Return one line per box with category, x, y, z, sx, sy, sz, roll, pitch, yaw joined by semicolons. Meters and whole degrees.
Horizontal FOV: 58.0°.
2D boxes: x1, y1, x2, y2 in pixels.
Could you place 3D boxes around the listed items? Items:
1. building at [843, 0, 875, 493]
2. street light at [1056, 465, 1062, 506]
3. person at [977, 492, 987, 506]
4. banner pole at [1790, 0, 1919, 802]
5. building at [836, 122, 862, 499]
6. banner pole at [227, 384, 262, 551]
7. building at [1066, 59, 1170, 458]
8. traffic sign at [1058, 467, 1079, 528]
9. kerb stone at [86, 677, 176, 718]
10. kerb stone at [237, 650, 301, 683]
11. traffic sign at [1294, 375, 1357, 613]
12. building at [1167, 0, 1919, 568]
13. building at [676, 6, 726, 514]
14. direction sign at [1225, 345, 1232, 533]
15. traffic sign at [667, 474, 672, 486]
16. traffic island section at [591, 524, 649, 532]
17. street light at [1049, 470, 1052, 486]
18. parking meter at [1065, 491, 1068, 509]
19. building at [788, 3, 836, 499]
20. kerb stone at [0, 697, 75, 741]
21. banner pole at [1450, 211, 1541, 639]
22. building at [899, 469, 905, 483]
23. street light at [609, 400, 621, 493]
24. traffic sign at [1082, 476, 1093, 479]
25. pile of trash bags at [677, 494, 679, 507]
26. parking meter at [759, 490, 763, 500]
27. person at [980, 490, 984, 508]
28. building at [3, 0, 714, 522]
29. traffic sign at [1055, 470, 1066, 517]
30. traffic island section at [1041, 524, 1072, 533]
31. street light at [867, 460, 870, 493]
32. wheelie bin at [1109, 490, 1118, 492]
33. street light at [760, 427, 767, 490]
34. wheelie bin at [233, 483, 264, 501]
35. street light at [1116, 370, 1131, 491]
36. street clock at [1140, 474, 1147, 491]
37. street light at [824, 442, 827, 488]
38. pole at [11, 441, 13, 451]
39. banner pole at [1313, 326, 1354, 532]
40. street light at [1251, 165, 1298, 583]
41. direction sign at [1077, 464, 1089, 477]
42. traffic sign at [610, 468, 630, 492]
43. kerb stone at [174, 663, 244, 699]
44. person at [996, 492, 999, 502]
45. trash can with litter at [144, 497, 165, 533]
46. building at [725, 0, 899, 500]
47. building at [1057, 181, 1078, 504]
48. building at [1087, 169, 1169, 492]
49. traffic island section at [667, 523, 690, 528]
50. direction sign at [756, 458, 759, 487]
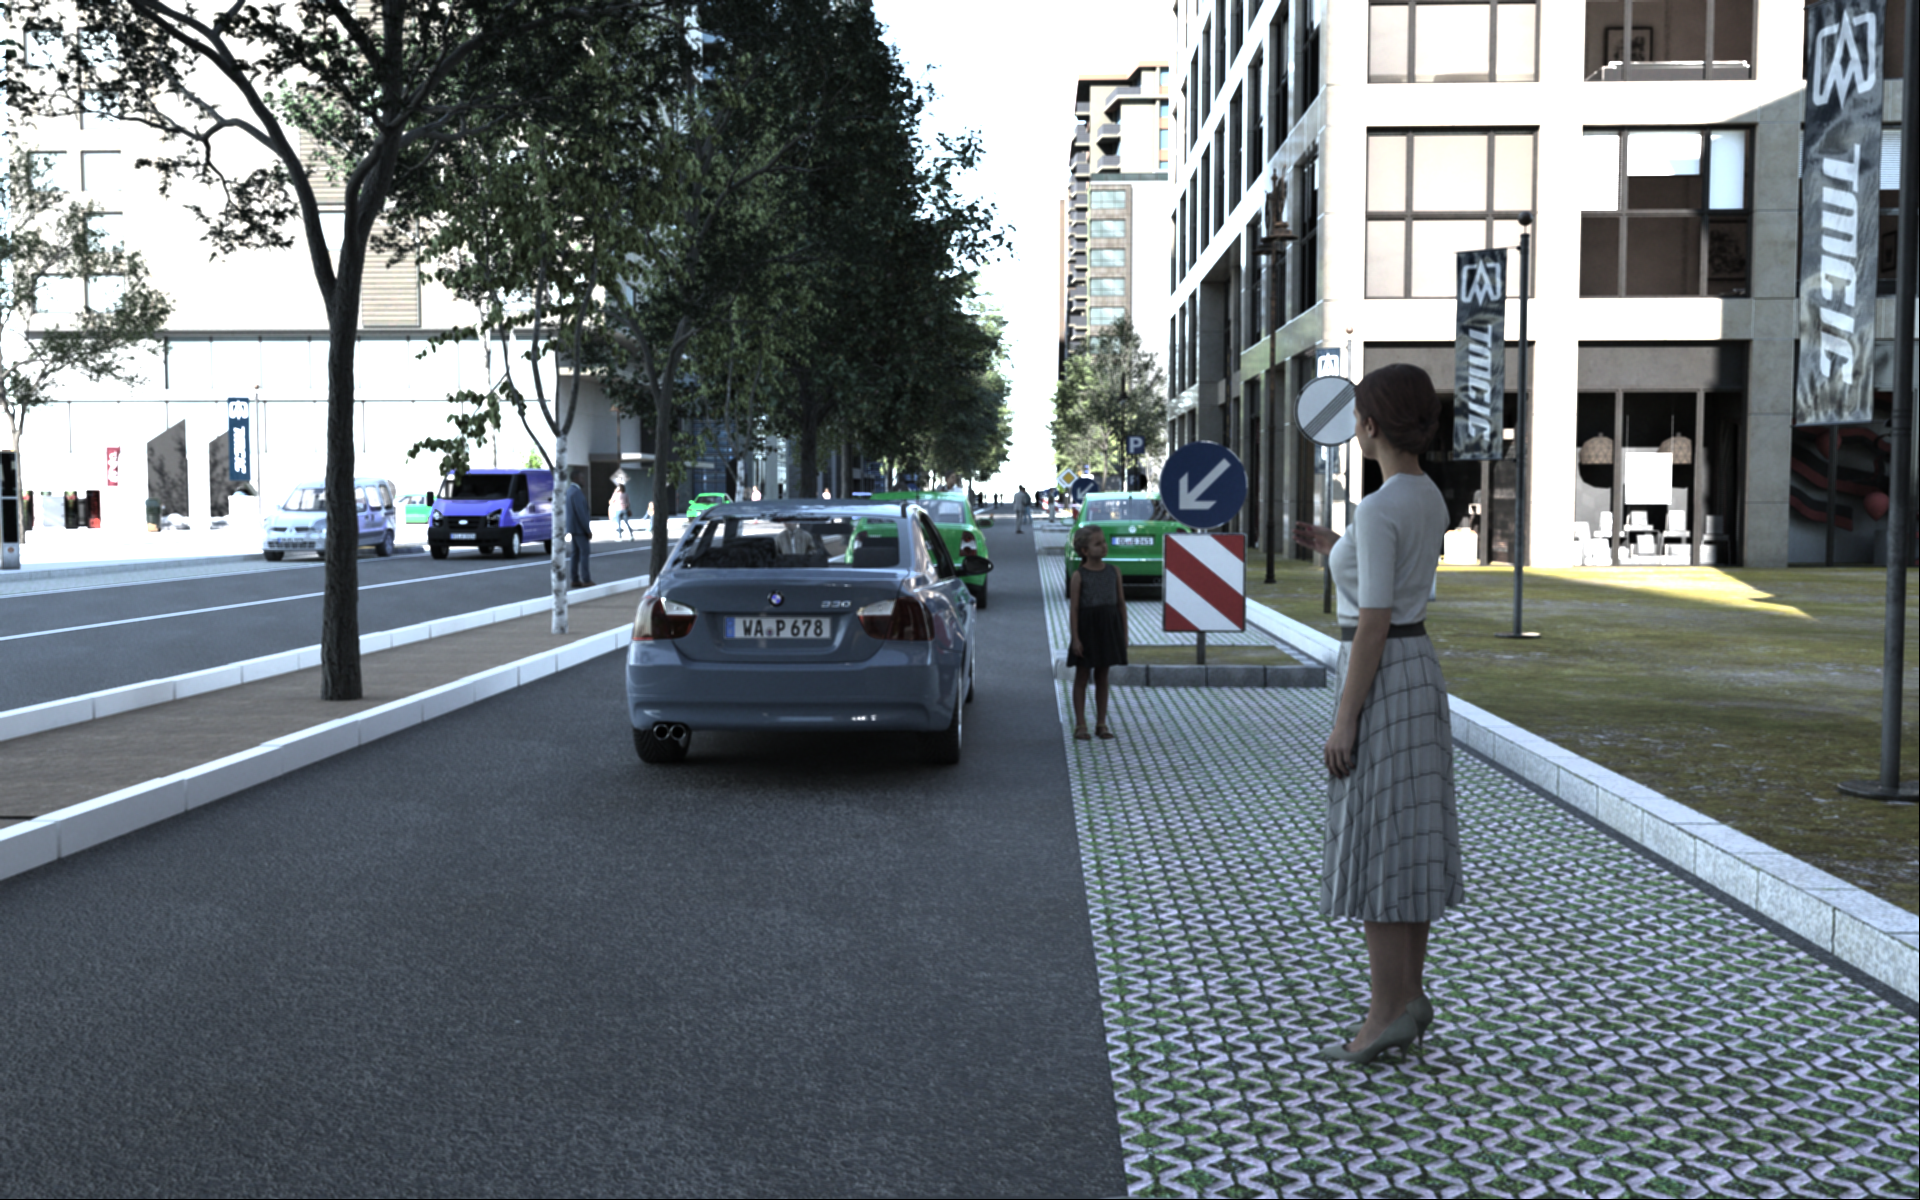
building;-20.989;-47.177;209.596;20.563;71.187;20.611;0;4;2
street light;12.558;-15.351;223.770;0.468;5.910;1.993;0;4;2
person;2.312;-10.916;187.695;1.217;1.735;0.721;1;4;20
banner pole;3.915;-1.070;7.511;0.401;3.779;0.863;-1;4;-14
building;-22.407;-34.562;188.782;21.300;48.544;21.600;0;4;2
banner pole;-16.191;-3.018;39.364;0.863;3.779;0.401;-1;4;-12
building;22.731;-32.077;179.076;22.147;44.769;28.867;0;4;2
traffic sign;4.098;-3.780;65.441;0.795;2.450;0.064;0;4;2
kerb stone;-5.522;0.657;11.477;0.120;0.150;1.000;0;4;2
kerb stone;-5.436;0.532;13.529;0.120;0.150;1.000;0;4;2
traffic sign;3.959;-1.130;18.582;0.768;2.556;0.104;0;4;3
building;16.603;-14.788;46.298;19.350;26.468;34.151;0;4;2
building;-23.877;-49.681;124.958;22.319;86.520;31.000;0;4;2
direction sign;4.144;-2.129;26.803;0.379;3.537;0.876;1;4;13
traffic sign;-12.666;-4.310;74.114;0.795;2.450;0.064;0;4;2
traffic island section;-13.006;-2.686;66.198;2.009;0.180;2.903;0;4;2
street light;15.862;-20.479;307.611;0.468;5.910;1.993;0;4;2
parking meter;9.123;-8.521;147.730;0.372;1.533;0.369;0;3;0
building;-23.777;-37.989;163.120;21.231;58.520;28.212;0;4;2
kerb stone;-5.565;0.720;10.453;0.120;0.150;1.000;0;4;2
banner pole;4.820;-1.563;15.573;0.863;3.779;0.401;3;4;38
building;-21.168;-26.626;280.366;27.650;21.520;28.899;0;4;2
street light;-14.644;-6.213;74.363;0.468;5.910;1.993;0;4;2
traffic sign;6.964;-5.661;94.683;0.606;2.300;0.079;0;4;8
pile of trash bags;-18.647;-5.842;105.271;3.447;1.369;1.912;1;4;18
parking meter;-12.867;-6.291;111.275;0.372;1.533;0.369;0;3;0
person;2.284;-10.538;180.799;0.705;1.823;1.348;-1;4;-8
building;-28.563;-30.564;88.967;28.713;52.752;27.495;0;4;2
traffic sign;4.414;-4.268;73.419;0.795;2.450;0.064;0;4;2
traffic island section;4.122;-2.644;65.517;2.009;0.180;2.903;0;4;2
street light;-10.159;-13.435;192.448;0.468;5.910;1.993;0;4;2
wheelie bin;11.546;-7.515;130.772;0.980;1.594;0.693;1;4;21
street light;-13.047;-8.656;114.313;0.468;5.910;1.993;0;4;2
wheelie bin;-20.437;-2.558;49.725;0.693;1.594;0.980;0;4;-6
street light;6.111;-5.637;64.960;0.468;5.910;1.993;0;4;2
street clock;6.576;-3.586;63.197;0.471;2.002;0.358;-1;4;-17
street light;-11.665;-10.894;150.907;0.468;5.910;1.993;0;4;2
pole;-32.806;-4.058;60.191;0.158;3.312;0.155;0;3;0
banner pole;5.643;-2.202;26.021;0.401;3.779;0.863;-3;5;-40
street light;4.467;-3.179;24.759;0.468;5.910;1.993;0;4;2
direction sign;9.161;-8.398;129.298;0.876;3.537;0.379;0;4;-2
traffic sign;-12.982;-3.822;66.135;0.795;2.450;0.064;0;4;2
kerb stone;-5.475;0.599;12.505;0.120;0.150;1.000;0;4;2
person;6.365;-17.730;298.403;1.348;1.821;0.705;-1;4;-15
trash can with litter;-26.806;-2.831;57.674;0.624;1.170;1.055;-2;4;-25
building;-19.642;-57.195;247.813;22.319;86.520;31.000;0;4;2
building;21.293;-36.981;254.750;14.600;45.320;14.200;0;4;2
building;18.596;-23.635;158.130;14.160;30.474;14.107;0;4;2
traffic island section;-12.690;-3.174;74.177;2.009;0.180;2.903;0;4;2
direction sign;-12.827;-7.214;109.951;0.379;3.537;0.876;0;4;2
